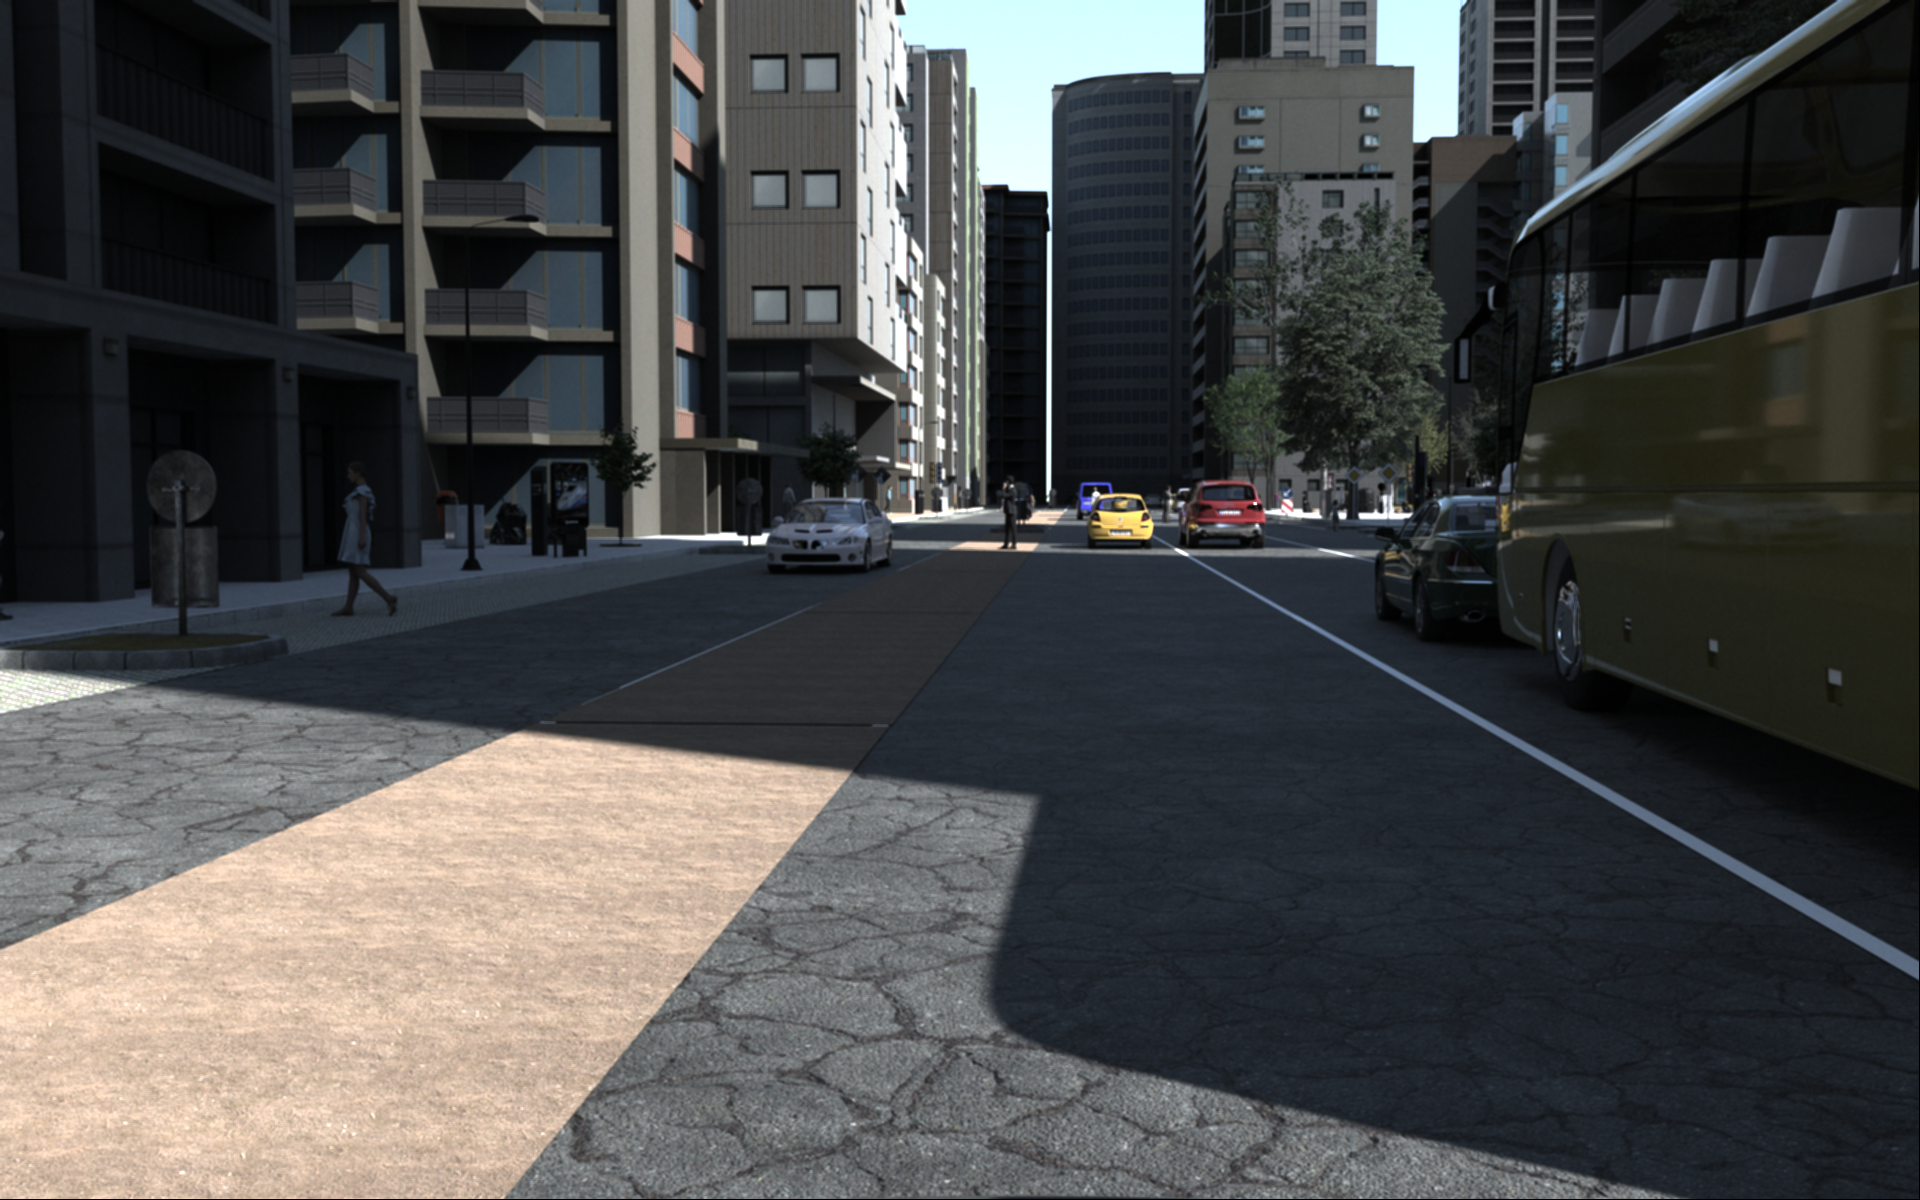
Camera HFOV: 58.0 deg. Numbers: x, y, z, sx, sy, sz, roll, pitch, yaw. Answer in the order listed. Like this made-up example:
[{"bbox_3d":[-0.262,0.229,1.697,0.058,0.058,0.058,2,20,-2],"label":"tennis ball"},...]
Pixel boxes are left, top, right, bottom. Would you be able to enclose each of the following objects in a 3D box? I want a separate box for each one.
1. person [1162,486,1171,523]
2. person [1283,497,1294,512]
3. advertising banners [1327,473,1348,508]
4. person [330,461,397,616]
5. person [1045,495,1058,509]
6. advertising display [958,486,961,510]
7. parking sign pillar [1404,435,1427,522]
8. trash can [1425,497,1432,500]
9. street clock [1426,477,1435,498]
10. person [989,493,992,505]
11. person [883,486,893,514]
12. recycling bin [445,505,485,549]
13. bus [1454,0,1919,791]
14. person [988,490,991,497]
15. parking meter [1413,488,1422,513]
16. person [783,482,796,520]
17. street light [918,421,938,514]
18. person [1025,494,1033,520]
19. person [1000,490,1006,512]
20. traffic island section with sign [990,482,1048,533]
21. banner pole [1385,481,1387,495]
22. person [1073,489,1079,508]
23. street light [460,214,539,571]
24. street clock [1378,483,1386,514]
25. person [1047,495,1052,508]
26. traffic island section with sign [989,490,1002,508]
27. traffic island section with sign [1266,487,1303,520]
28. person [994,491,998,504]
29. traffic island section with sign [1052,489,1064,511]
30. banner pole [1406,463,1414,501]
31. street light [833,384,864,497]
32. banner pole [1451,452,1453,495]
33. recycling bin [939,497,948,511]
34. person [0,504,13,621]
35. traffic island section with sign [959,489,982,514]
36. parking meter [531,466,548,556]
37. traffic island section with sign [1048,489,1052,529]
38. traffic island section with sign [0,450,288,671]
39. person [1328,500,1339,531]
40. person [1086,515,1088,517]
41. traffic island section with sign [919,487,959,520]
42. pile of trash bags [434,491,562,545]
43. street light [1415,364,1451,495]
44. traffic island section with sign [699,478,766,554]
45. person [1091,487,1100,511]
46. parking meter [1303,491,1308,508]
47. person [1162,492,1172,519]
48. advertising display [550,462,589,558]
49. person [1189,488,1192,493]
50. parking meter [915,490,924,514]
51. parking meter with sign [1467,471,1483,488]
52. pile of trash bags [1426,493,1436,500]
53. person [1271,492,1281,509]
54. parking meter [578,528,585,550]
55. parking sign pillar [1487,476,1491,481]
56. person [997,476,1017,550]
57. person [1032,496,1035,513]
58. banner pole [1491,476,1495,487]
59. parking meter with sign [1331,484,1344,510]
[{"bbox_3d":[10.289,-4.750,85.961,0.447,1.846,0.655,-1,4,-20],"label":"person"},{"bbox_3d":[22.619,-6.904,119.197,0.850,1.792,0.678,3,4,36],"label":"person"},{"bbox_3d":[31.658,-9.072,144.518,2.074,3.025,0.090,2,4,27],"label":"advertising banners"},{"bbox_3d":[-6.976,-0.714,20.267,0.778,1.811,0.616,0,4,-3],"label":"person"},{"bbox_3d":[8.831,-9.675,166.631,1.348,1.831,0.705,0,4,-4],"label":"person"},{"bbox_3d":[-0.032,-8.453,143.421,0.123,1.923,0.974,0,4,6],"label":"advertising display"},{"bbox_3d":[21.182,-5.578,79.666,1.447,3.967,1.447,1,4,19],"label":"parking sign pillar"},{"bbox_3d":[21.023,-3.990,76.893,0.748,1.137,0.748,0,3,0],"label":"trash can"},{"bbox_3d":[19.545,-4.121,71.944,0.358,2.002,0.471,2,4,28],"label":"street clock"},{"bbox_3d":[3.612,-12.425,212.411,0.991,1.433,0.599,-3,5,-40],"label":"person"},{"bbox_3d":[-4.686,-6.498,112.312,0.620,1.820,0.660,-1,4,-14],"label":"person"},{"bbox_3d":[-11.724,-1.739,40.986,0.722,1.027,0.722,-3,4,-37],"label":"recycling bin"},{"bbox_3d":[4.921,-1.014,8.131,2.896,3.916,12.252,0,4,5],"label":"bus"},{"bbox_3d":[3.284,-12.294,207.770,1.217,1.743,0.721,3,5,42],"label":"person"},{"bbox_3d":[20.574,-4.249,77.889,0.372,1.533,0.369,0,3,0],"label":"parking meter"},{"bbox_3d":[-7.535,-4.261,75.928,0.641,1.798,0.478,-3,5,-44],"label":"person"},{"bbox_3d":[-2.075,-8.464,110.935,1.470,5.913,1.316,0,4,4],"label":"street light"},{"bbox_3d":[3.652,-5.228,93.890,0.656,1.842,0.836,1,4,16],"label":"person"},{"bbox_3d":[3.457,-7.721,134.834,0.616,1.811,0.778,2,4,35],"label":"person"},{"bbox_3d":[2.172,-3.454,64.607,2.006,1.907,1.989,0,4,4],"label":"traffic island section with sign"},{"bbox_3d":[33.440,-8.932,136.057,0.401,3.779,0.863,0,4,1],"label":"banner pole"},{"bbox_3d":[7.817,-6.426,113.680,0.709,1.813,0.853,-1,4,-10],"label":"person"},{"bbox_3d":[-7.686,-3.450,28.955,1.470,5.913,1.316,0,4,4],"label":"street light"},{"bbox_3d":[27.321,-6.583,112.210,0.471,2.002,0.358,2,4,34],"label":"street clock"},{"bbox_3d":[9.572,-10.572,182.133,1.217,1.735,0.721,-3,4,-38],"label":"person"},{"bbox_3d":[4.010,-10.149,174.567,1.989,1.847,2.006,0,4,4],"label":"traffic island section with sign"},{"bbox_3d":[17.984,-5.362,96.298,1.989,1.847,2.006,0,4,4],"label":"traffic island section with sign"},{"bbox_3d":[4.600,-12.798,216.120,0.721,1.723,1.217,3,5,40],"label":"person"},{"bbox_3d":[7.839,-8.491,146.959,2.006,1.907,1.989,0,4,4],"label":"traffic island section with sign"},{"bbox_3d":[35.891,-9.070,138.310,0.863,3.779,0.401,2,4,32],"label":"banner pole"},{"bbox_3d":[-4.750,-6.139,72.919,1.470,5.913,1.316,0,4,4],"label":"street light"},{"bbox_3d":[29.471,-6.957,103.759,0.401,3.779,0.863,1,4,17],"label":"banner pole"},{"bbox_3d":[-1.390,-7.084,128.385,0.722,1.027,0.722,-2,4,-35],"label":"recycling bin"},{"bbox_3d":[-9.785,-0.439,17.507,0.425,1.301,0.394,3,5,40],"label":"person"},{"bbox_3d":[0.569,-7.098,124.675,1.989,1.847,2.006,0,4,4],"label":"traffic island section with sign"},{"bbox_3d":[-8.764,-1.857,36.075,0.255,1.863,0.399,0,4,2],"label":"parking meter"},{"bbox_3d":[2.690,-3.906,71.996,2.006,1.907,1.989,0,4,4],"label":"traffic island section with sign"},{"bbox_3d":[-6.984,-0.385,14.926,1.989,1.847,2.006,0,4,4],"label":"traffic island section with sign"},{"bbox_3d":[14.339,-3.239,66.474,0.505,1.210,0.382,3,4,38],"label":"person"},{"bbox_3d":[7.860,-6.188,109.455,0.659,1.850,0.755,-1,4,-20],"label":"person"},{"bbox_3d":[-1.267,-5.453,97.782,1.989,1.847,2.006,0,4,4],"label":"traffic island section with sign"},{"bbox_3d":[-11.706,-2.118,44.383,3.447,1.369,1.912,0,4,-7],"label":"pile of trash bags"},{"bbox_3d":[16.997,-5.479,62.119,1.470,5.913,1.316,0,4,4],"label":"street light"},{"bbox_3d":[-5.123,-2.030,41.817,1.989,1.847,2.006,0,4,4],"label":"traffic island section with sign"},{"bbox_3d":[7.180,-5.069,91.600,0.478,1.798,0.641,0,4,8],"label":"person"},{"bbox_3d":[24.829,-7.102,124.530,0.372,1.533,0.369,0,3,0],"label":"parking meter"},{"bbox_3d":[11.782,-5.474,98.226,0.478,1.798,0.641,3,4,38],"label":"person"},{"bbox_3d":[-7.955,-1.842,35.325,0.123,1.923,0.974,2,4,32],"label":"advertising display"},{"bbox_3d":[15.066,-6.356,112.402,0.580,1.828,0.573,-1,4,-21],"label":"person"},{"bbox_3d":[-2.571,-6.432,113.575,0.372,1.533,0.369,0,3,0],"label":"parking meter"},{"bbox_3d":[39.613,-8.319,132.278,1.738,3.016,0.543,0,4,2],"label":"parking meter with sign"},{"bbox_3d":[26.155,-5.005,91.583,3.447,1.369,1.912,3,5,39],"label":"pile of trash bags"},{"bbox_3d":[26.922,-8.455,147.504,0.991,1.433,0.599,3,5,41],"label":"person"},{"bbox_3d":[-8.840,-1.928,39.933,0.372,1.533,0.369,0,3,0],"label":"parking meter"},{"bbox_3d":[42.309,-9.121,137.598,1.447,3.967,1.447,2,4,34],"label":"parking sign pillar"},{"bbox_3d":[1.229,-2.232,44.348,0.474,1.900,0.648,-1,4,-9],"label":"person"},{"bbox_3d":[5.593,-7.402,133.791,0.475,1.303,0.640,1,4,20],"label":"person"},{"bbox_3d":[33.195,-7.191,107.589,0.401,3.779,0.863,-1,4,-15],"label":"banner pole"},{"bbox_3d":[29.536,-8.494,135.140,1.738,3.016,0.543,0,4,7],"label":"parking meter with sign"}]
